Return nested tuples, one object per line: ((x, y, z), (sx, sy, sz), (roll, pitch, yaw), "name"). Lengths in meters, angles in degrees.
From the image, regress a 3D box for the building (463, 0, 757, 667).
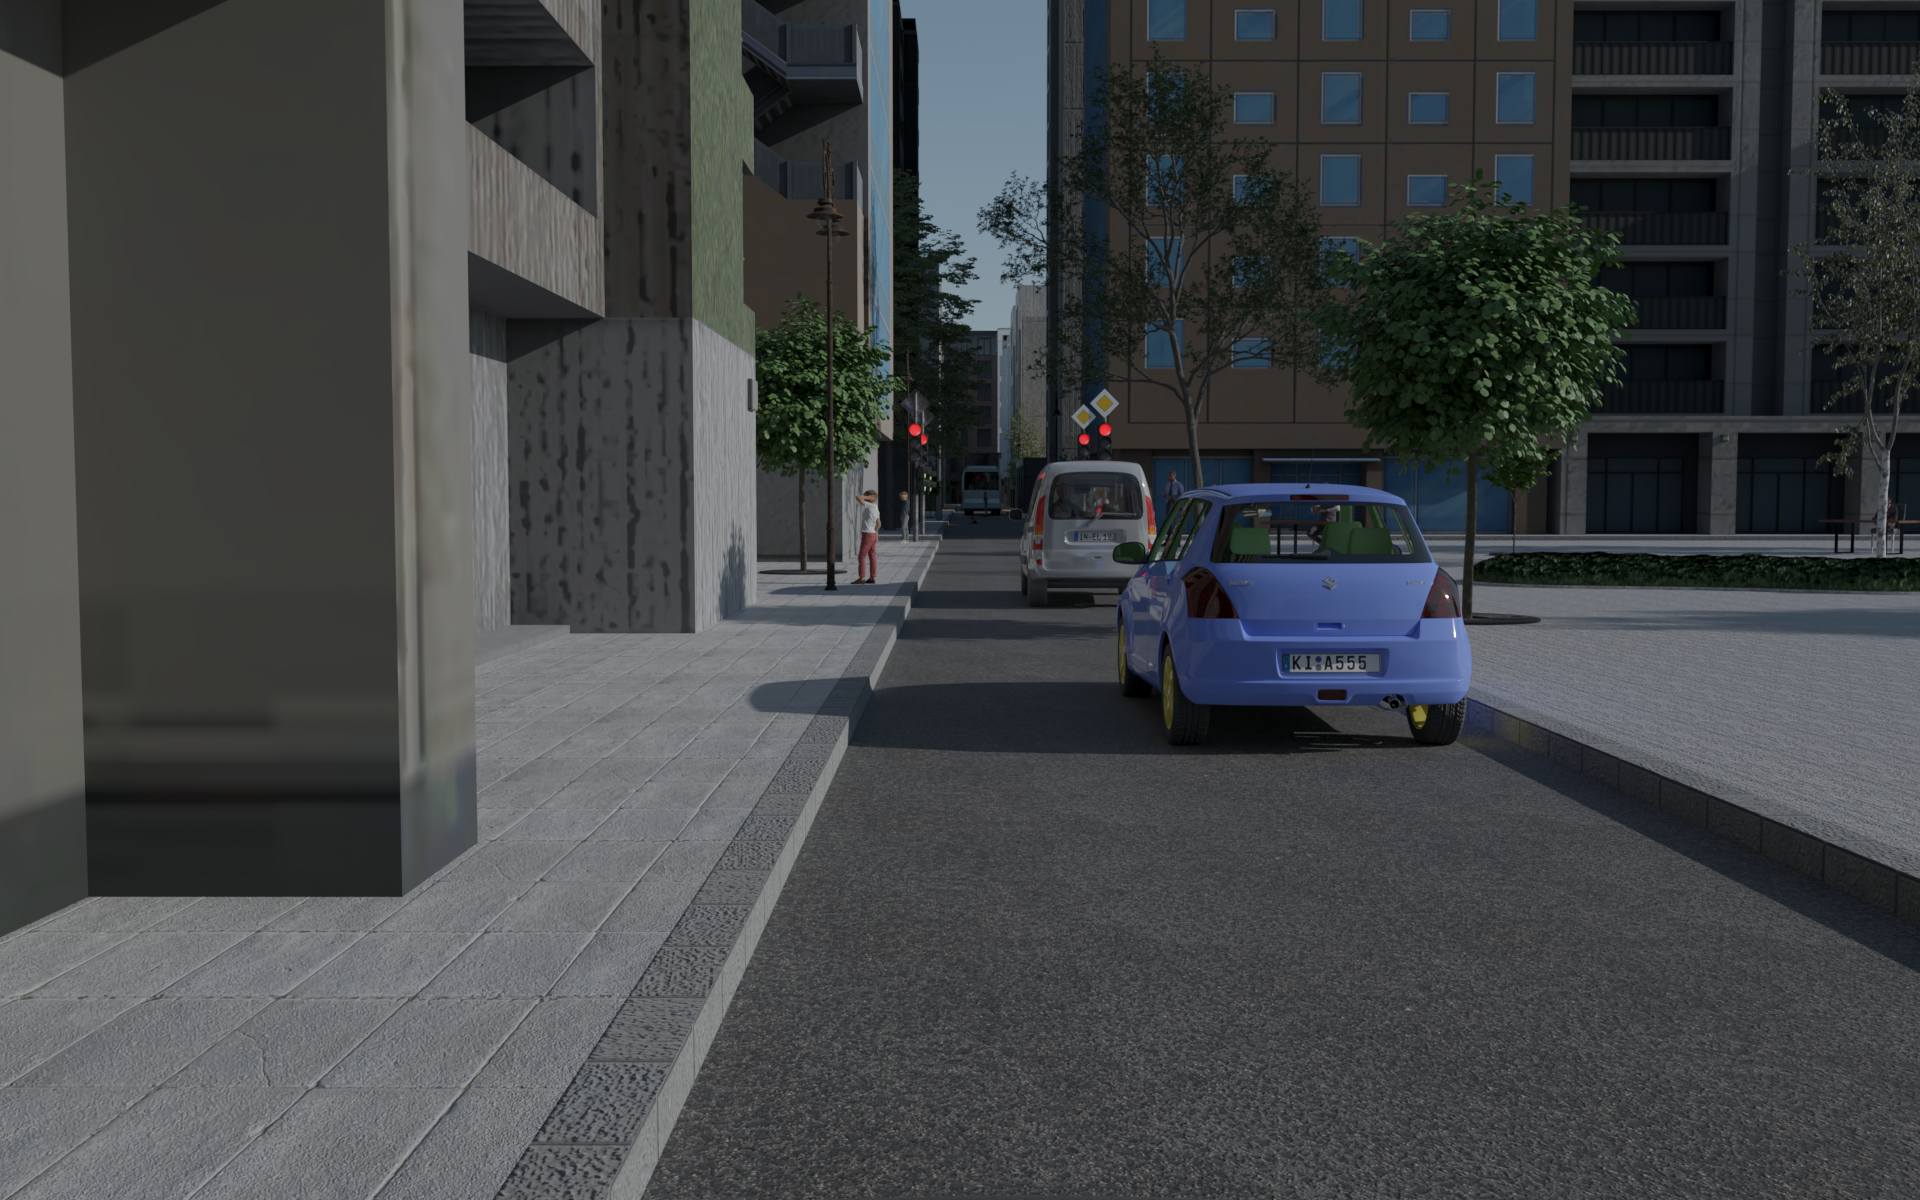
((-9.455, -14.753, 12.909), (14.160, 30.474, 14.107), (0, 3, 0), "building")

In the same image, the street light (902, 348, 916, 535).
((-1.642, -5.012, 54.737), (0.468, 5.910, 1.993), (0, 3, 0), "street light")

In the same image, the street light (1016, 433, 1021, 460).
((4.367, -9.551, 128.953), (0.468, 5.910, 1.993), (0, 3, 0), "street light")

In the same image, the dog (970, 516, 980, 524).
((0.724, -3.847, 83.097), (0.748, 0.427, 0.550), (-2, 4, -23), "dog")

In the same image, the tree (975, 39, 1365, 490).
((4.780, -6.176, 35.386), (8.767, 10.594, 7.601), (-2, 4, -30), "tree")

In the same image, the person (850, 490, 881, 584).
((-1.349, -0.902, 24.708), (0.340, 1.345, 0.435), (1, 4, 16), "person")

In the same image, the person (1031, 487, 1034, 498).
((4.264, -5.791, 101.535), (0.445, 1.727, 0.742), (-1, 4, -21), "person")

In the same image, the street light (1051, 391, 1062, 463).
((4.315, -6.405, 77.507), (0.468, 5.910, 1.993), (0, 3, 0), "street light")

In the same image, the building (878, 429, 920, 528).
((-12.025, -38.873, 73.825), (20.563, 71.187, 20.611), (0, 3, 0), "building")

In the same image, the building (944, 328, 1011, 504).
((2.488, -23.423, 226.944), (32.646, 21.610, 27.936), (0, 3, 0), "building")

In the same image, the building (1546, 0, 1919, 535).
((29.154, -38.172, 62.368), (20.611, 71.187, 20.563), (0, 3, 0), "building")

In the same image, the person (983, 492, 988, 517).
((1.562, -5.930, 107.517), (0.319, 1.574, 0.516), (0, 4, 4), "person")

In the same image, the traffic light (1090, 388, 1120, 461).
((3.832, -3.505, 46.221), (0.839, 4.253, 0.868), (0, 3, 0), "traffic light")

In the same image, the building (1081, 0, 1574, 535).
((11.744, -25.049, 59.669), (14.200, 45.320, 14.600), (0, 3, 0), "building")

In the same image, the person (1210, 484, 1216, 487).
((7.380, -2.597, 51.759), (0.742, 1.727, 0.445), (2, 4, 29), "person")

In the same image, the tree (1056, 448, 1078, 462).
((4.361, -4.841, 73.744), (1.663, 3.219, 1.824), (0, 3, 0), "tree")

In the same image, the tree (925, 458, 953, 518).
((-1.495, -6.000, 92.707), (1.663, 3.219, 1.824), (0, 3, 0), "tree")

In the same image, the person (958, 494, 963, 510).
((0.146, -8.745, 154.701), (0.599, 1.433, 0.991), (-2, 4, -33), "person")

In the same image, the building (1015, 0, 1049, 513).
((14.390, -41.552, 117.622), (20.563, 71.187, 20.611), (0, 3, 0), "building")

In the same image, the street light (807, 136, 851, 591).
((-1.719, -3.064, 22.885), (0.468, 5.910, 1.993), (0, 3, 0), "street light")

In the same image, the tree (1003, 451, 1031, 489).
((4.996, -9.108, 132.637), (4.285, 4.588, 4.351), (0, 3, 0), "tree")

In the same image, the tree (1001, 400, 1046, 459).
((5.435, -11.423, 137.130), (4.737, 8.622, 4.395), (0, 3, 0), "tree")

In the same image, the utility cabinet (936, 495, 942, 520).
((-1.023, -4.489, 84.550), (0.306, 1.237, 1.020), (0, 4, 1), "utility cabinet")

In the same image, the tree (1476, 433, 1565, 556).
((11.561, -2.544, 36.201), (1.663, 3.219, 1.824), (0, 3, 0), "tree")

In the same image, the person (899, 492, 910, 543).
((-1.474, -2.157, 45.221), (0.340, 1.345, 0.435), (-1, 4, -17), "person")

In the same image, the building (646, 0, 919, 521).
((-9.548, -20.102, 100.376), (14.160, 30.474, 14.107), (0, 3, 0), "building")

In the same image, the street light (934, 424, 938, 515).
((-1.461, -8.154, 106.110), (0.468, 5.910, 1.993), (0, 3, 0), "street light")

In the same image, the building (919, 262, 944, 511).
((-9.923, -17.057, 145.333), (16.747, 18.905, 31.486), (0, 3, 0), "building")

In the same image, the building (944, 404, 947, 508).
((-5.831, -14.262, 175.331), (9.099, 9.664, 28.070), (0, 3, 0), "building")

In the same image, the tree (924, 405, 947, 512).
((-2.718, -10.440, 121.053), (4.360, 8.622, 3.978), (0, 3, 0), "tree")

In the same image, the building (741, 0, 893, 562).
((-8.898, -23.743, 38.303), (14.200, 45.320, 14.600), (0, 3, 0), "building")

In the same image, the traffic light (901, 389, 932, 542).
((-1.169, -3.504, 46.212), (0.839, 4.253, 0.868), (0, 3, 0), "traffic light")

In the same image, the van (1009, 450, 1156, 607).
((1.686, -1.004, 23.425), (2.013, 2.044, 4.112), (0, 4, 0), "van")

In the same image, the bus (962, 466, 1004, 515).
((1.574, -7.653, 119.990), (2.948, 3.499, 13.247), (0, 4, 1), "bus")

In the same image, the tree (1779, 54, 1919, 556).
((16.055, -4.851, 29.671), (4.360, 8.622, 3.978), (0, 3, 0), "tree")

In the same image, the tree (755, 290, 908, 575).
((-2.475, -2.714, 28.090), (4.285, 4.588, 4.351), (0, 3, 0), "tree")

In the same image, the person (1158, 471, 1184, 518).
((5.078, -2.204, 41.953), (0.709, 1.838, 0.599), (3, 5, 42), "person")

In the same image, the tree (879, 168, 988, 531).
((-2.907, -8.726, 60.797), (7.486, 12.596, 7.792), (0, 3, 0), "tree")

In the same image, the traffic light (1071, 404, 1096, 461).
((3.843, -3.993, 54.206), (0.839, 4.253, 0.868), (0, 3, 0), "traffic light")

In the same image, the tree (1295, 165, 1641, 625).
((5.081, -2.065, 17.482), (4.285, 4.588, 4.351), (0, 3, 0), "tree")

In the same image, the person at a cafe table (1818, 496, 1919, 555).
((19.756, -1.617, 37.297), (1.726, 1.238, 1.698), (-3, 4, -37), "person at a cafe table")

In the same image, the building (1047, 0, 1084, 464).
((15.278, -33.707, 93.105), (21.231, 58.520, 28.212), (0, 3, 0), "building")

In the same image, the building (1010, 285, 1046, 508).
((13.326, -17.658, 155.164), (16.747, 18.905, 31.486), (0, 3, 0), "building")

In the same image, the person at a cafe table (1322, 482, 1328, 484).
((7.282, -1.637, 35.283), (1.698, 1.524, 1.622), (3, 4, 38), "person at a cafe table")

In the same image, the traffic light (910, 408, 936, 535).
((-1.158, -3.992, 54.197), (0.839, 4.253, 0.868), (0, 3, 0), "traffic light")

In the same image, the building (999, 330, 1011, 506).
((12.806, -21.016, 200.028), (16.016, 20.091, 11.380), (0, 3, 0), "building")

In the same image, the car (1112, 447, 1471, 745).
((1.991, -0.098, 11.193), (1.945, 1.707, 3.694), (0, 4, -1), "car")
